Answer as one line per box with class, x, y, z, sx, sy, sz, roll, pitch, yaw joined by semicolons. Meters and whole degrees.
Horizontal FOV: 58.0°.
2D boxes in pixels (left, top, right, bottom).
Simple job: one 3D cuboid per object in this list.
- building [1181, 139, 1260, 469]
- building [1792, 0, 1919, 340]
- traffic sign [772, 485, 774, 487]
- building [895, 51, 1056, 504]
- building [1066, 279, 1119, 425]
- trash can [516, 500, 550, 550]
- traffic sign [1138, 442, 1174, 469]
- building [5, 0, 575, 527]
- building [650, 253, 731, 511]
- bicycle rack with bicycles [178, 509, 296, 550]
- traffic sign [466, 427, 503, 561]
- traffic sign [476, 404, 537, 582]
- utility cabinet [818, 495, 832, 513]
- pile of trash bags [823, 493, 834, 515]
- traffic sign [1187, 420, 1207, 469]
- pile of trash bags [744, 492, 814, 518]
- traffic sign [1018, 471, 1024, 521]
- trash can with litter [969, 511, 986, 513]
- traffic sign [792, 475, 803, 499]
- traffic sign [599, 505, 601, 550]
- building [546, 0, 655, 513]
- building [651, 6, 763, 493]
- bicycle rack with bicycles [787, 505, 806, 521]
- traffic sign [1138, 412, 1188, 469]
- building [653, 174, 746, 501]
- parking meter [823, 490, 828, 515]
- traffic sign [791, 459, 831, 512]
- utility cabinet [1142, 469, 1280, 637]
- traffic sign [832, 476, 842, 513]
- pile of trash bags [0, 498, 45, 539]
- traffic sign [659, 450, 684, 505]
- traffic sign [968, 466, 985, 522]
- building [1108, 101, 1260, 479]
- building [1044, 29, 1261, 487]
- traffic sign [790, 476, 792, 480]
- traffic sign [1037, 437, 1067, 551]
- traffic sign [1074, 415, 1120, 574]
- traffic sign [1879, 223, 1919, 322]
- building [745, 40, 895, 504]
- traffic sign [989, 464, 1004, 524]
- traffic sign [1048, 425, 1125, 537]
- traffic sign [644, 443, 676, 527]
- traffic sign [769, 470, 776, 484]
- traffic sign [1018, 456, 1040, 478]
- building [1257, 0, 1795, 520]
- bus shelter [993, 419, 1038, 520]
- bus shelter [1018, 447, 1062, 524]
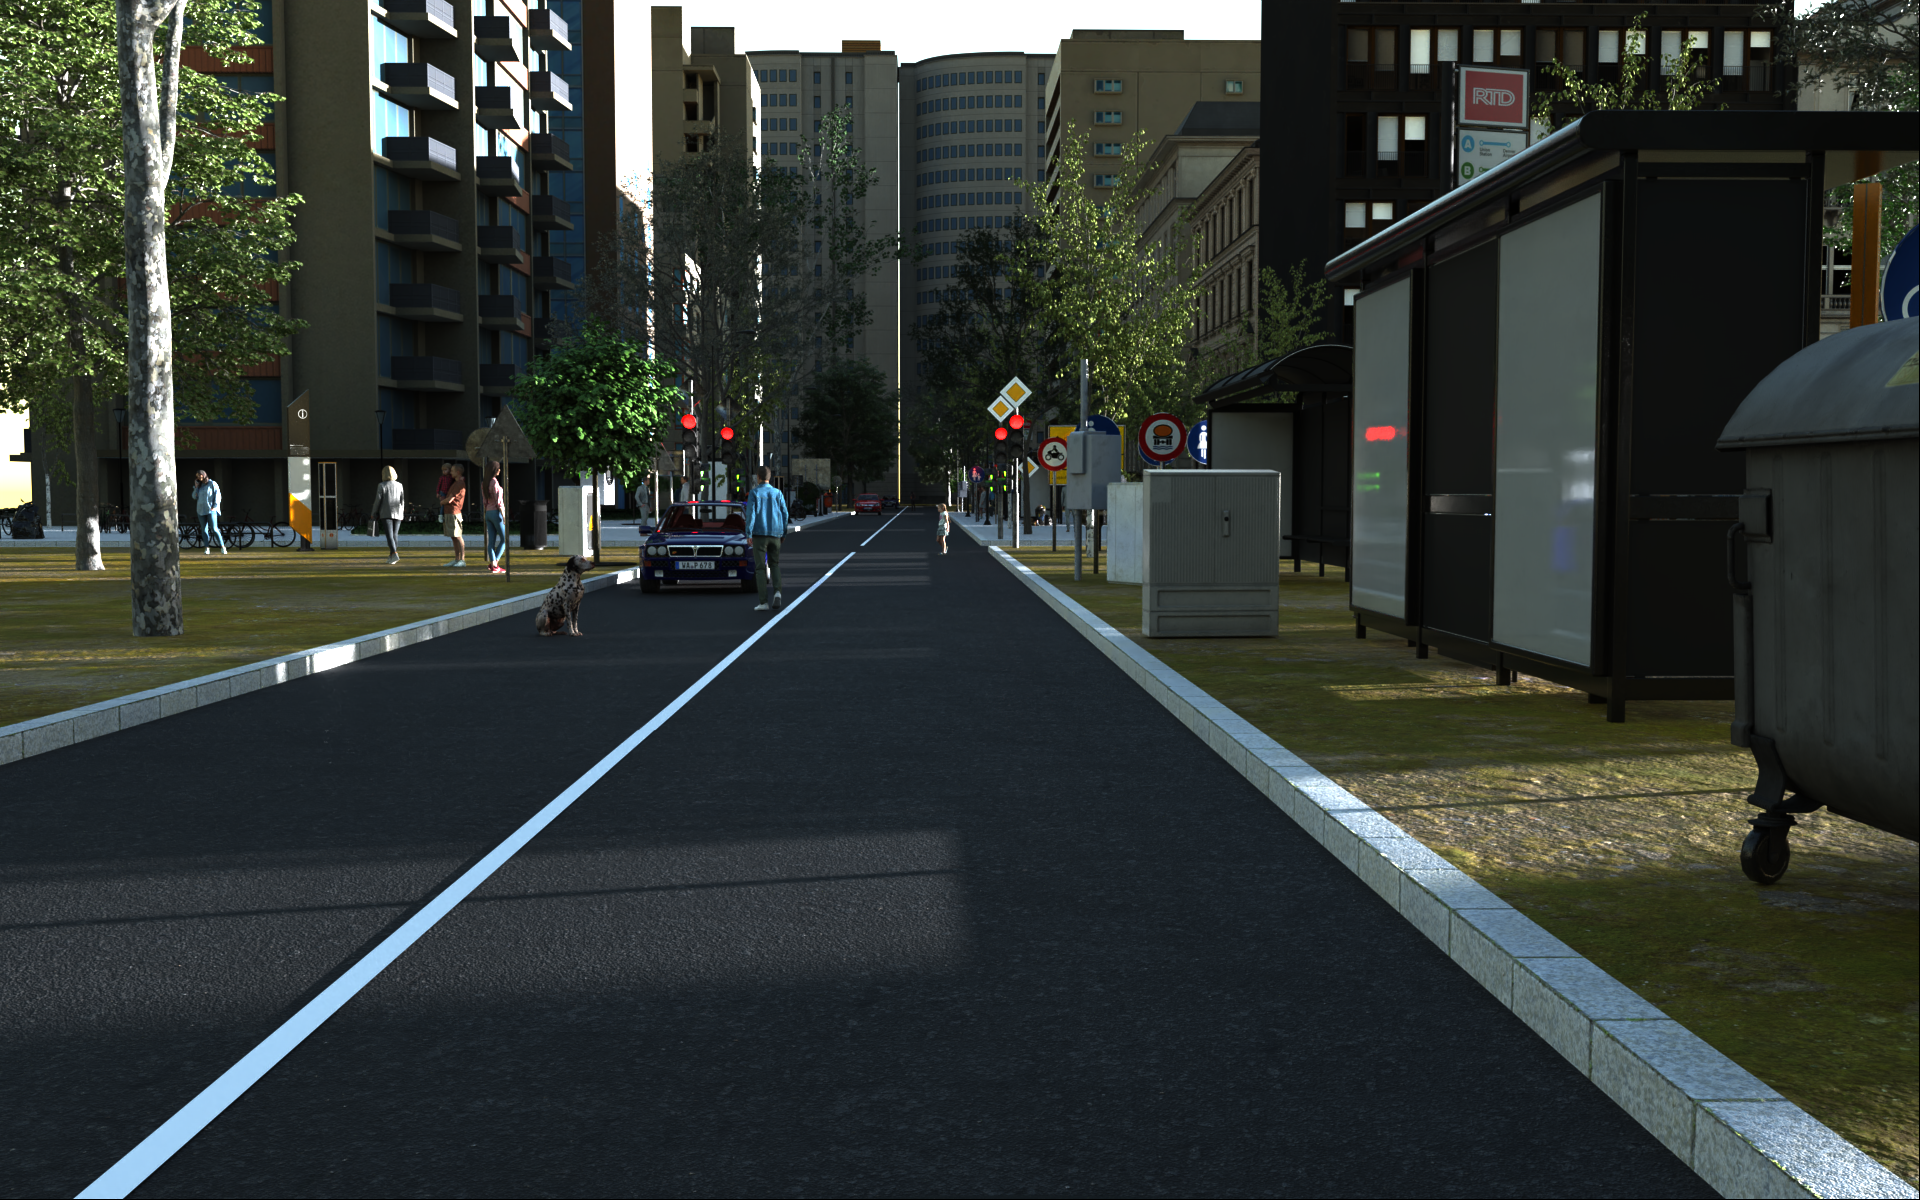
building;17.359;-13.476;84.963;10.561;19.102;19.286;0;4;-1
building;40.812;-13.785;67.187;24.055;21.916;13.314;0;4;-1
traffic sign;-10.164;-5.768;96.435;0.606;2.300;0.079;0;4;6
building;6.040;-42.026;229.117;28.212;58.520;21.231;0;4;-1
building;24.405;-18.885;153.817;27.650;21.520;28.899;0;4;-1
trash can;-9.860;-1.736;40.031;0.748;1.137;0.748;0;3;0
traffic sign;3.638;-1.934;31.730;0.768;2.556;0.104;0;4;4
building;-30.601;-26.038;80.347;22.147;44.769;28.867;0;4;-1
building;-33.821;-17.961;138.709;27.650;21.520;28.899;0;4;-1
bicycle rack with bicycles;-17.496;-1.669;40.667;2.925;0.926;2.852;0;4;2
traffic sign;-9.056;-2.015;33.056;0.768;2.556;0.104;0;4;3
traffic sign;-6.589;-1.538;25.154;0.884;2.594;0.081;0;3;0
utility cabinet;-9.084;-6.393;115.692;1.020;1.237;0.306;0;4;-5
pile of trash bags;-9.371;-5.894;106.123;3.447;1.369;1.912;-2;4;-28
traffic sign;4.265;-1.812;29.726;0.768;2.556;0.104;0;4;4
pile of trash bags;-9.850;-5.051;92.332;3.447;1.369;1.912;1;4;13
traffic sign;3.027;-4.986;81.620;0.768;2.556;0.104;0;4;7
trash can with litter;1.249;-6.470;116.837;2.233;1.210;1.678;-1;4;-8
traffic sign;-8.767;-5.586;93.457;0.606;2.300;0.079;0;4;6
traffic sign;-8.337;-2.436;39.942;0.768;2.556;0.104;0;4;-1
building;-27.533;-28.121;109.883;14.600;45.320;14.200;0;4;-1
building;-31.877;-33.889;177.781;21.600;48.544;21.300;0;4;-1
bicycle rack with bicycles;-9.015;-4.170;81.558;2.925;0.926;2.852;1;4;18
traffic sign;3.165;-1.652;27.111;0.768;2.556;0.104;0;4;3
building;-27.649;-23.765;160.260;14.160;30.474;14.107;0;4;-1
parking meter;-8.380;-6.241;107.749;0.255;1.863;0.399;0;4;0
traffic sign;-8.539;-6.445;99.253;2.265;3.308;0.079;0;4;7
utility cabinet;2.237;-0.413;15.439;1.173;1.500;0.318;0;4;-6
traffic sign;-8.576;-7.363;120.490;0.768;2.556;0.104;0;4;-1
pile of trash bags;-28.076;-2.440;49.644;3.447;1.369;1.912;-1;4;-13
traffic sign;-6.699;-2.329;40.206;0.606;2.300;0.079;0;4;6
traffic sign;0.754;-4.839;79.228;0.768;2.556;0.104;0;4;0
building;18.871;-16.895;109.512;16.112;22.955;30.059;0;4;-1
building;20.136;-33.936;178.555;21.300;48.544;21.600;0;4;-1
traffic sign;-10.998;-7.044;115.268;0.768;2.556;0.104;0;4;6
traffic sign;2.111;-2.360;38.688;0.768;2.556;0.104;0;4;3
traffic sign;2.195;-1.698;27.870;0.768;2.556;0.104;0;4;1
traffic sign;4.464;-0.466;7.722;0.768;2.556;0.104;0;4;8
building;-22.165;-41.986;228.463;28.212;58.520;21.231;0;4;-1
traffic sign;1.530;-4.517;73.854;0.884;2.594;0.081;0;4;2
traffic sign;3.729;-3.494;51.005;2.265;3.308;0.079;0;4;8
traffic sign;-6.637;-2.315;37.859;0.884;2.594;0.081;0;4;7
traffic sign;-8.281;-4.458;75.014;0.606;2.300;0.079;0;4;5
traffic sign;2.388;-3.697;60.174;0.795;2.593;0.064;0;4;7
building;20.311;-14.403;65.170;15.834;23.373;12.332;0;4;-1
bus shelter;2.883;-6.874;90.017;2.179;5.291;8.768;0;4;-1
bus shelter;3.548;-5.034;76.224;2.014;3.302;5.546;0;4;-1
